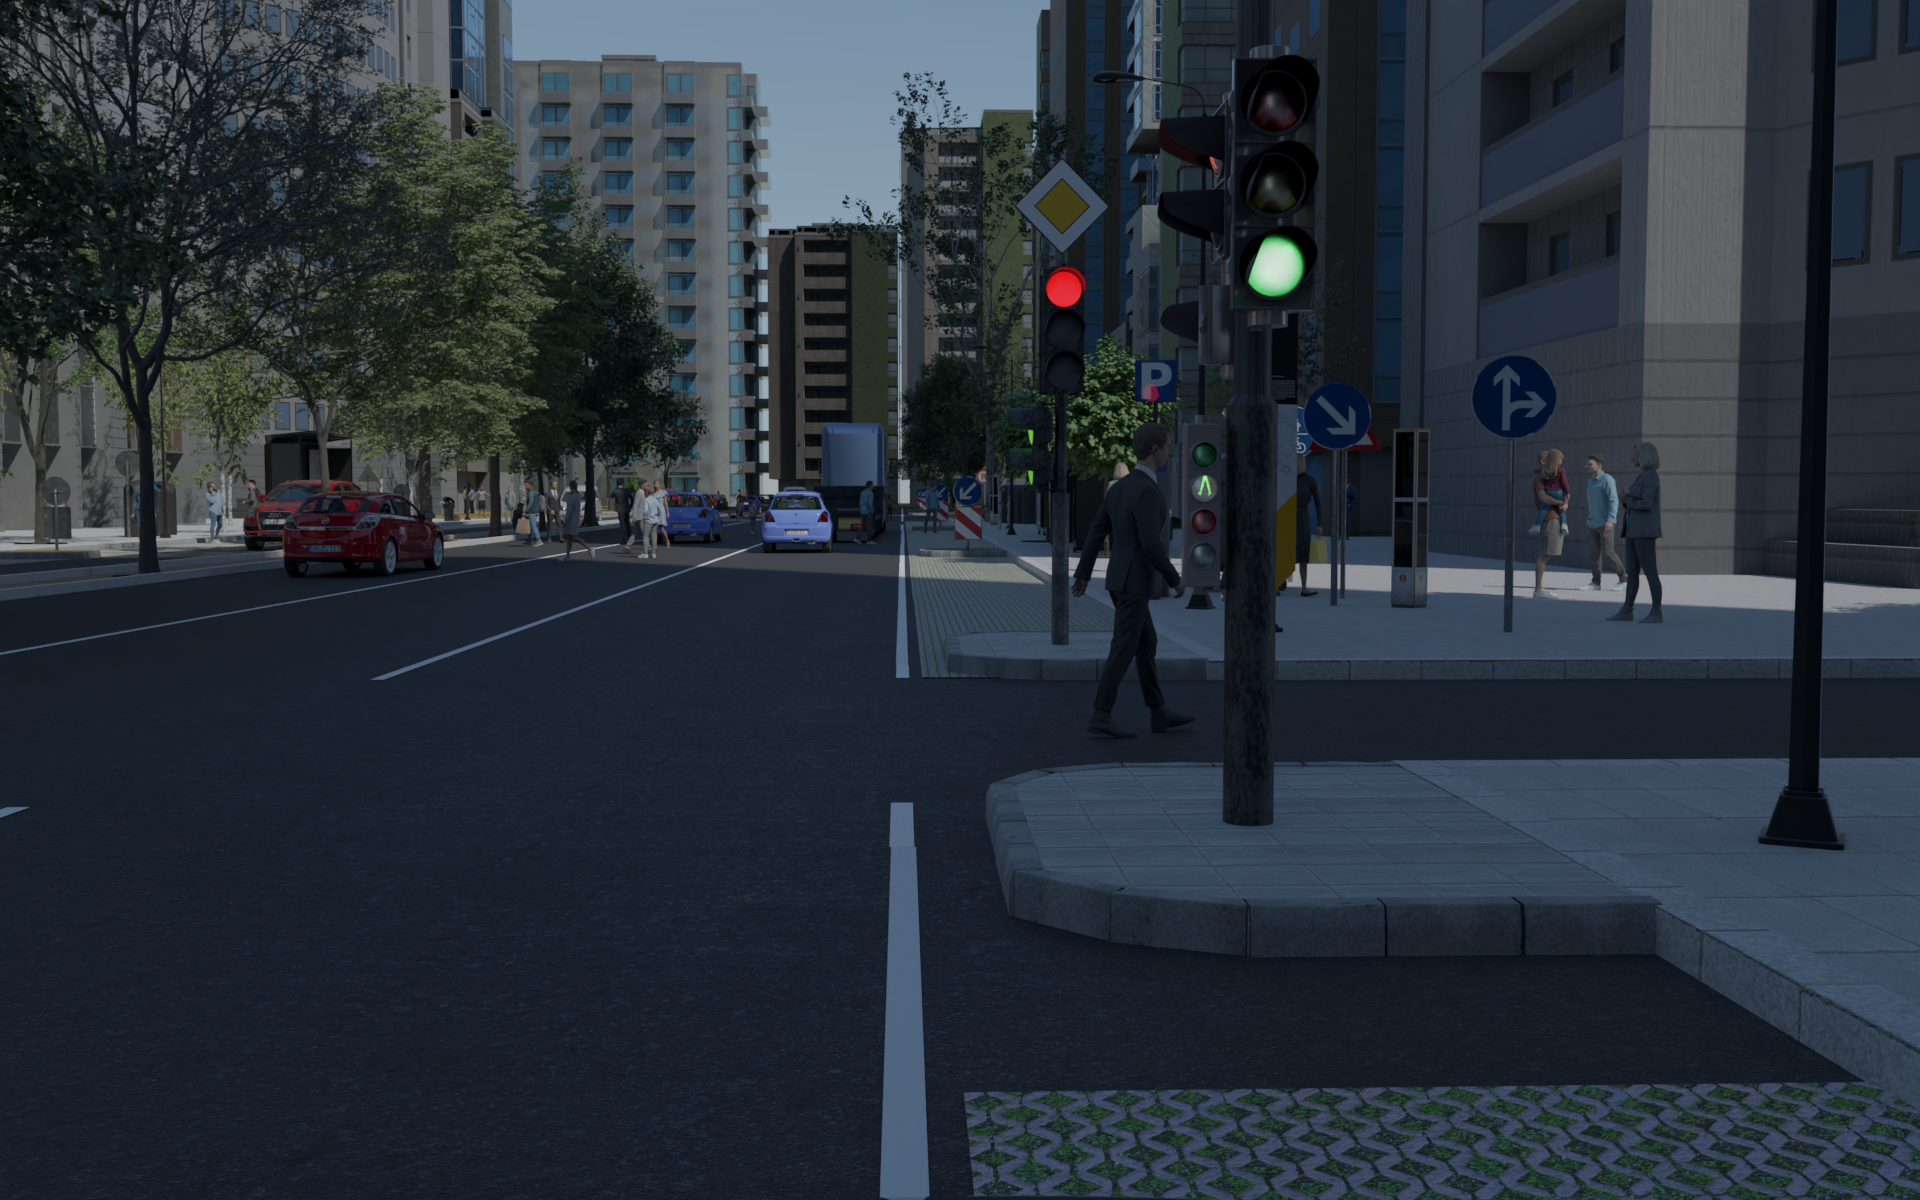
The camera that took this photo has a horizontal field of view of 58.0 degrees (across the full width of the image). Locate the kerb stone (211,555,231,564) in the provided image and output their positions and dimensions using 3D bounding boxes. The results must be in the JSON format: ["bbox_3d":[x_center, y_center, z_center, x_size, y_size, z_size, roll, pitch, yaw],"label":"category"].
[{"bbox_3d":[-15.386,-0.832,35.806,0.120,0.150,1.000,0,4,-2],"label":"kerb stone"}]

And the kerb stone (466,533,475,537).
[{"bbox_3d":[-16.057,-2.086,56.332,0.120,0.150,1.000,0,4,-2],"label":"kerb stone"}]

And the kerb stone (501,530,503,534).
[{"bbox_3d":[-16.201,-2.337,60.432,0.120,0.150,1.000,0,4,-2],"label":"kerb stone"}]

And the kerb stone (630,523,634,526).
[{"bbox_3d":[-14.653,-3.346,76.903,0.120,0.150,1.000,0,4,-2],"label":"kerb stone"}]

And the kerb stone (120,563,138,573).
[{"bbox_3d":[-15.254,-0.582,31.716,0.120,0.150,1.000,0,4,-2],"label":"kerb stone"}]

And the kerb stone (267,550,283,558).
[{"bbox_3d":[-15.490,-1.011,38.882,0.120,0.150,1.000,0,4,-2],"label":"kerb stone"}]

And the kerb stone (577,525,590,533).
[{"bbox_3d":[-14.274,-2.654,65.627,0.120,0.150,1.000,0,4,-2],"label":"kerb stone"}]

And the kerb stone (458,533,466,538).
[{"bbox_3d":[-16.033,-2.023,55.308,0.120,0.150,1.000,0,4,-2],"label":"kerb stone"}]

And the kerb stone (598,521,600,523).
[{"bbox_3d":[-16.851,-3.529,79.898,0.120,0.150,1.000,0,4,-2],"label":"kerb stone"}]

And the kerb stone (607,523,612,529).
[{"bbox_3d":[-14.446,-2.967,70.749,0.120,0.150,1.000,0,4,-2],"label":"kerb stone"}]

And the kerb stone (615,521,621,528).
[{"bbox_3d":[-14.544,-3.157,73.822,0.120,0.150,1.000,0,4,-2],"label":"kerb stone"}]

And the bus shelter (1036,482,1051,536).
[{"bbox_3d":[3.330,-4.645,53.575,2.179,5.291,8.768,0,4,-2],"label":"bus shelter"}]

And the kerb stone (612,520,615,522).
[{"bbox_3d":[-16.986,-3.780,84.002,0.120,0.150,1.000,0,4,-2],"label":"kerb stone"}]

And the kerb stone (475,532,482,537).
[{"bbox_3d":[-16.106,-2.151,57.366,0.120,0.150,1.000,0,4,-2],"label":"kerb stone"}]

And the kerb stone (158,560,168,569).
[{"bbox_3d":[-15.286,-0.645,32.738,0.120,0.150,1.000,0,4,-2],"label":"kerb stone"}]

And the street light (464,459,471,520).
[{"bbox_3d":[-23.744,-6.893,85.236,1.470,5.913,1.316,0,4,-2],"label":"street light"}]

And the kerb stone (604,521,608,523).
[{"bbox_3d":[-16.917,-3.654,81.943,0.120,0.150,1.000,0,4,-2],"label":"kerb stone"}]

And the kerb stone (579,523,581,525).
[{"bbox_3d":[-16.714,-3.273,75.791,0.120,0.150,1.000,0,4,-2],"label":"kerb stone"}]

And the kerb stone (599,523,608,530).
[{"bbox_3d":[-14.414,-2.907,69.725,0.120,0.150,1.000,0,4,-2],"label":"kerb stone"}]

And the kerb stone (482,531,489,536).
[{"bbox_3d":[-16.143,-2.214,58.388,0.120,0.150,1.000,0,4,-2],"label":"kerb stone"}]

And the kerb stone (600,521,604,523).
[{"bbox_3d":[-16.887,-3.589,80.921,0.120,0.150,1.000,0,4,-2],"label":"kerb stone"}]

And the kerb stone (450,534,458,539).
[{"bbox_3d":[-15.997,-1.957,54.285,0.120,0.150,1.000,0,4,-2],"label":"kerb stone"}]

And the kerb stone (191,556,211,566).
[{"bbox_3d":[-15.350,-0.770,34.784,0.120,0.150,1.000,0,4,-2],"label":"kerb stone"}]

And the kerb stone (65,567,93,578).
[{"bbox_3d":[-15.189,-0.457,29.672,0.120,0.150,1.000,0,4,-2],"label":"kerb stone"}]

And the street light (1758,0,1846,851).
[{"bbox_3d":[2.574,-2.060,6.216,1.470,5.913,1.316,0,4,-2],"label":"street light"}]

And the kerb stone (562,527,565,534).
[{"bbox_3d":[-14.146,-2.404,61.525,0.120,0.150,1.000,0,4,-2],"label":"kerb stone"}]

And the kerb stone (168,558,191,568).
[{"bbox_3d":[-15.315,-0.707,33.762,0.120,0.150,1.000,0,4,-2],"label":"kerb stone"}]

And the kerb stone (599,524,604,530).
[{"bbox_3d":[-14.374,-2.844,68.694,0.120,0.150,1.000,0,4,-2],"label":"kerb stone"}]

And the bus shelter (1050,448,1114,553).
[{"bbox_3d":[2.885,-3.031,40.844,1.731,3.624,6.357,0,4,-2],"label":"bus shelter"}]

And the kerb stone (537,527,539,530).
[{"bbox_3d":[-16.443,-2.777,67.605,0.120,0.150,1.000,0,4,-2],"label":"kerb stone"}]

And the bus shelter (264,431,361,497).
[{"bbox_3d":[-24.989,-4.638,67.109,1.731,3.624,6.357,0,4,-2],"label":"bus shelter"}]

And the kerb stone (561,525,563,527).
[{"bbox_3d":[-16.583,-3.028,71.697,0.120,0.150,1.000,0,4,-2],"label":"kerb stone"}]

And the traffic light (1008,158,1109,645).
[{"bbox_3d":[0.836,-1.575,14.673,0.839,4.253,0.868,0,4,-2],"label":"traffic light"}]

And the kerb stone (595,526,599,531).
[{"bbox_3d":[-14.345,-2.781,67.673,0.120,0.150,1.000,0,4,-2],"label":"kerb stone"}]

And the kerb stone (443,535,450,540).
[{"bbox_3d":[-15.963,-1.900,53.253,0.120,0.150,1.000,0,4,-2],"label":"kerb stone"}]

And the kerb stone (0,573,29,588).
[{"bbox_3d":[-15.117,-0.329,27.617,0.120,0.150,1.000,0,4,-2],"label":"kerb stone"}]

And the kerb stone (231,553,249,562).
[{"bbox_3d":[-15.420,-0.890,36.828,0.120,0.150,1.000,0,4,-2],"label":"kerb stone"}]

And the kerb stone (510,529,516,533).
[{"bbox_3d":[-16.270,-2.464,62.483,0.120,0.150,1.000,0,4,-2],"label":"kerb stone"}]

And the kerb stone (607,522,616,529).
[{"bbox_3d":[-14.487,-3.028,71.770,0.120,0.150,1.000,0,4,-2],"label":"kerb stone"}]

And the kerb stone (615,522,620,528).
[{"bbox_3d":[-14.520,-3.095,72.795,0.120,0.150,1.000,0,4,-2],"label":"kerb stone"}]

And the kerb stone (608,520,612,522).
[{"bbox_3d":[-16.952,-3.717,82.965,0.120,0.150,1.000,0,4,-2],"label":"kerb stone"}]

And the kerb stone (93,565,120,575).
[{"bbox_3d":[-15.217,-0.517,30.694,0.120,0.150,1.000,0,4,-2],"label":"kerb stone"}]

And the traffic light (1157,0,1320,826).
[{"bbox_3d":[-0.987,-1.946,6.481,4.771,5.953,1.251,0,4,-2],"label":"traffic light"}]

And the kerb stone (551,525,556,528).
[{"bbox_3d":[-16.518,-2.903,69.652,0.120,0.150,1.000,0,4,-2],"label":"kerb stone"}]

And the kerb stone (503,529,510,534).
[{"bbox_3d":[-16.235,-2.398,61.462,0.120,0.150,1.000,0,4,-2],"label":"kerb stone"}]

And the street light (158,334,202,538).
[{"bbox_3d":[-22.572,-4.750,50.206,1.470,5.913,1.316,0,4,-2],"label":"street light"}]

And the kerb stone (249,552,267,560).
[{"bbox_3d":[-15.455,-0.957,37.849,0.120,0.150,1.000,0,4,-2],"label":"kerb stone"}]

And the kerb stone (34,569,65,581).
[{"bbox_3d":[-15.148,-0.393,28.638,0.120,0.150,1.000,0,4,-2],"label":"kerb stone"}]

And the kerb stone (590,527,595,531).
[{"bbox_3d":[-14.306,-2.719,66.651,0.120,0.150,1.000,0,4,-2],"label":"kerb stone"}]
